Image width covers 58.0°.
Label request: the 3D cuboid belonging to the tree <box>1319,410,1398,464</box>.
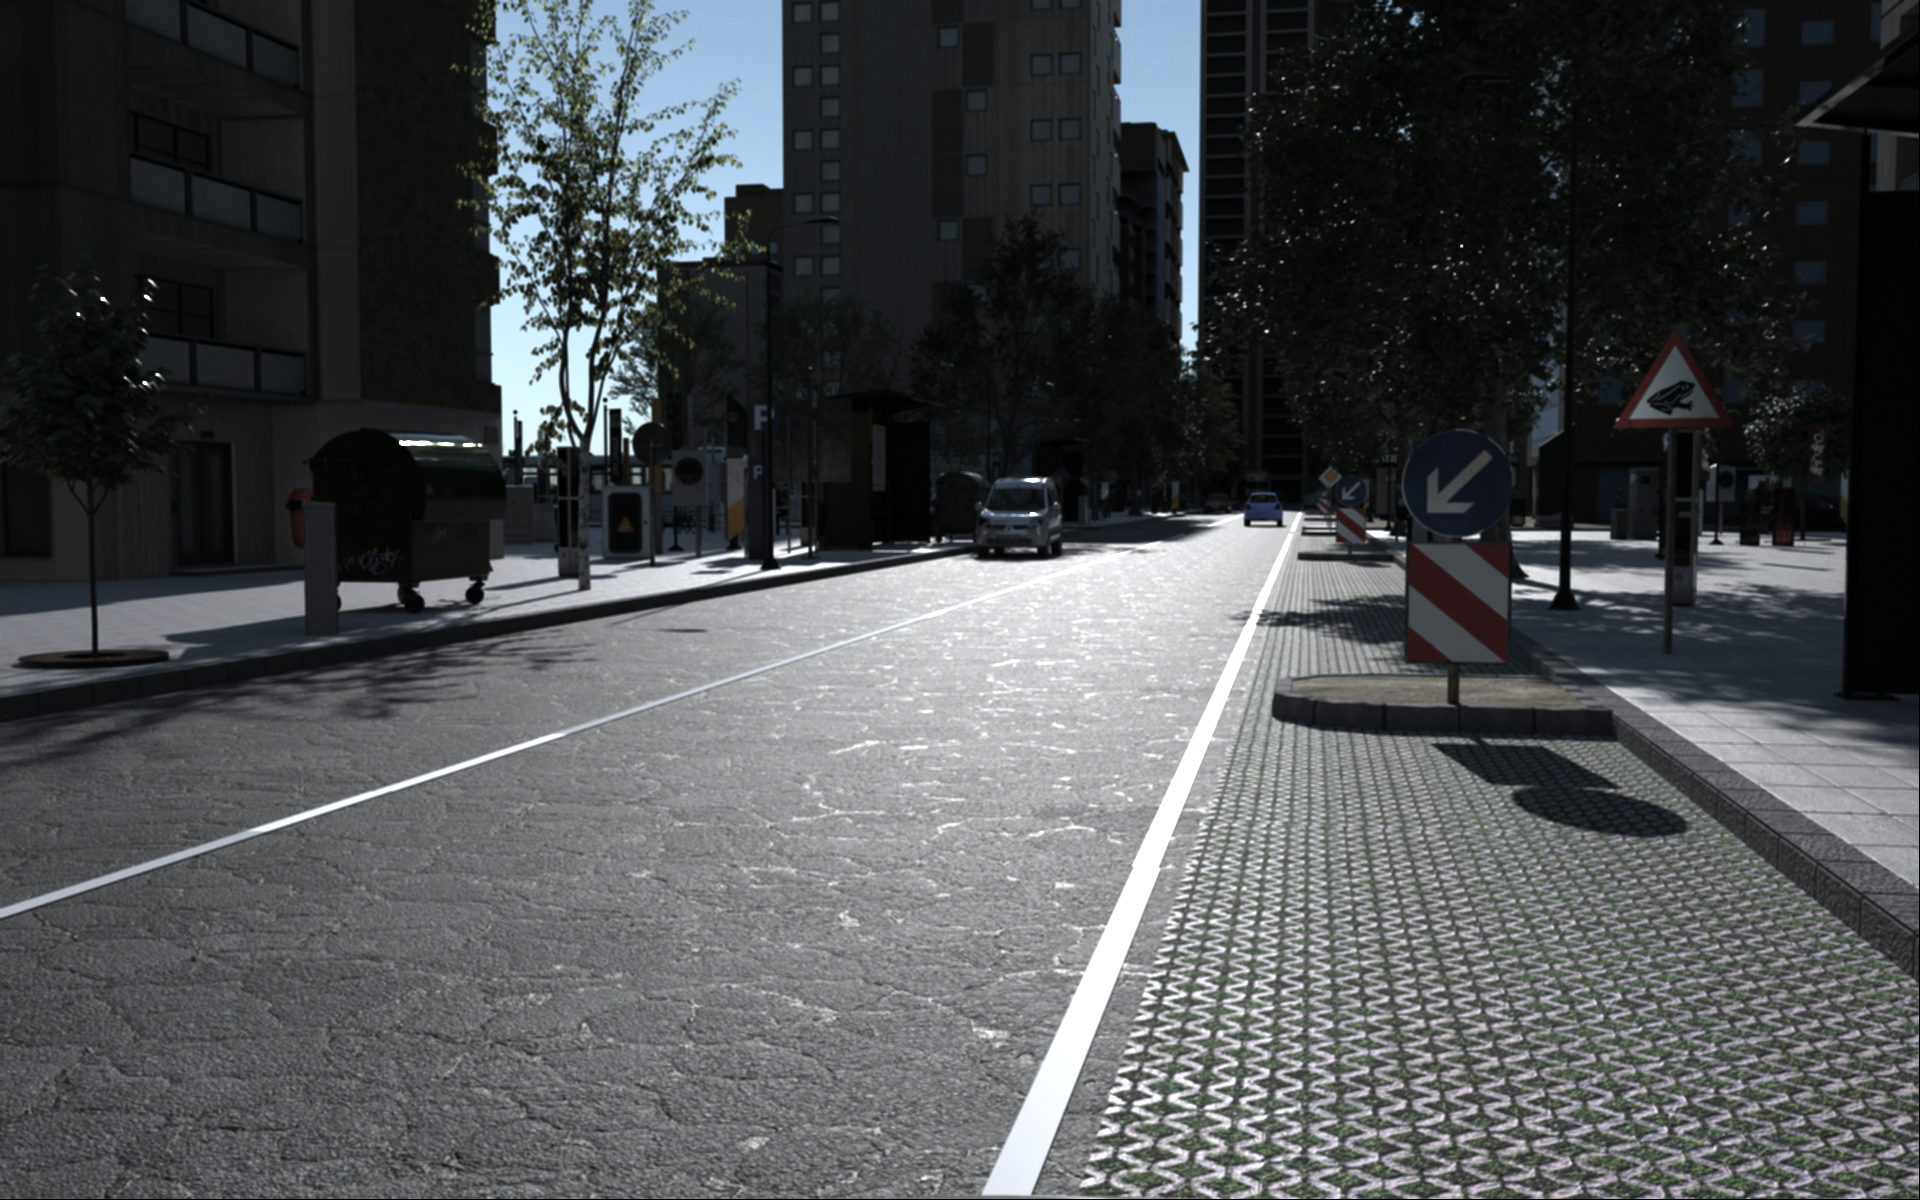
[{"bbox_3d":[26.036,-10.804,111.058,7.601,10.594,8.767,2,4,26],"label":"tree"}]

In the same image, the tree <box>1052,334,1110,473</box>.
[{"bbox_3d":[10.180,-11.287,101.557,9.611,12.733,9.660,0,3,0],"label":"tree"}]

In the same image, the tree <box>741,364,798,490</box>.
[{"bbox_3d":[-10.416,-9.034,98.074,4.737,8.622,4.395,0,3,0],"label":"tree"}]

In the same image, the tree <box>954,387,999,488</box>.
[{"bbox_3d":[-0.512,-9.626,107.742,4.360,8.622,3.978,0,3,0],"label":"tree"}]

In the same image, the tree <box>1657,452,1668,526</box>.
[{"bbox_3d":[28.477,-4.578,69.446,1.663,3.219,1.824,0,3,0],"label":"tree"}]

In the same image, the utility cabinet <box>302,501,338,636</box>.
[{"bbox_3d":[-5.969,-0.307,16.187,0.306,1.237,1.020,-1,4,-21],"label":"utility cabinet"}]

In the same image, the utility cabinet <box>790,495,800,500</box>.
[{"bbox_3d":[-11.228,-6.475,117.028,1.020,1.237,0.306,1,4,22],"label":"utility cabinet"}]

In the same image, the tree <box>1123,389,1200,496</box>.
[{"bbox_3d":[14.231,-10.298,118.736,4.360,8.622,3.978,0,3,0],"label":"tree"}]

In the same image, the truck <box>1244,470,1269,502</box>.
[{"bbox_3d":[35.183,-13.221,205.070,2.839,4.237,11.283,1,4,11],"label":"truck"}]

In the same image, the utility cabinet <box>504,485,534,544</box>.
[{"bbox_3d":[-11.493,-2.174,44.229,1.173,1.500,0.318,-1,4,-9],"label":"utility cabinet"}]

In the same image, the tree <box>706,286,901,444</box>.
[{"bbox_3d":[-6.976,-9.779,85.648,9.928,11.665,9.643,0,3,0],"label":"tree"}]

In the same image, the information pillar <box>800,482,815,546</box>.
[{"bbox_3d":[-3.777,-2.353,42.957,0.304,2.012,0.304,1,4,12],"label":"information pillar"}]

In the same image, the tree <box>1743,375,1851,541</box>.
[{"bbox_3d":[23.452,-3.926,47.906,4.285,4.588,4.351,0,3,0],"label":"tree"}]

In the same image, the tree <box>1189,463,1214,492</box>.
[{"bbox_3d":[21.756,-10.770,159.797,4.285,4.588,4.351,0,3,0],"label":"tree"}]

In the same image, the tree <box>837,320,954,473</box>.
[{"bbox_3d":[-3.292,-7.578,74.257,4.360,8.622,3.978,0,3,0],"label":"tree"}]

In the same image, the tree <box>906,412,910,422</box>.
[{"bbox_3d":[-3.137,-11.310,135.281,4.737,8.622,4.395,0,3,0],"label":"tree"}]

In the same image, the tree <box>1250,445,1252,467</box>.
[{"bbox_3d":[27.435,-16.468,187.380,7.486,12.596,7.792,0,3,0],"label":"tree"}]

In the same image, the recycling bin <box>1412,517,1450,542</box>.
[{"bbox_3d":[11.457,-1.800,41.983,0.722,1.027,0.722,3,5,43],"label":"recycling bin"}]

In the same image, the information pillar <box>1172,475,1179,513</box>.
[{"bbox_3d":[14.268,-7.547,114.741,0.504,3.616,0.183,1,4,23],"label":"information pillar"}]

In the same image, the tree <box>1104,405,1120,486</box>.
[{"bbox_3d":[11.972,-11.539,139.031,4.360,8.622,3.978,0,3,0],"label":"tree"}]

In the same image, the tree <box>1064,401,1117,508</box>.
[{"bbox_3d":[9.938,-10.998,130.184,4.737,8.622,4.395,0,3,0],"label":"tree"}]

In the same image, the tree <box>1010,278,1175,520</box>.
[{"bbox_3d":[6.468,-9.731,84.862,9.928,11.665,9.643,0,3,0],"label":"tree"}]

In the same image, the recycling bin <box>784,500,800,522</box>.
[{"bbox_3d":[-7.657,-4.084,79.322,0.722,1.027,0.722,0,4,1],"label":"recycling bin"}]

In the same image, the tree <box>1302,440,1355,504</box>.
[{"bbox_3d":[46.500,-18.263,216.721,7.486,12.596,7.792,0,3,0],"label":"tree"}]

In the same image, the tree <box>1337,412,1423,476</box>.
[{"bbox_3d":[19.012,-7.535,73.553,4.360,8.622,3.978,0,3,0],"label":"tree"}]

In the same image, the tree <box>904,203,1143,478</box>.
[{"bbox_3d":[1.542,-7.425,55.804,7.601,10.594,8.767,3,5,40],"label":"tree"}]

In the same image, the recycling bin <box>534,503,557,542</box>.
[{"bbox_3d":[-11.136,-2.083,46.612,0.722,1.027,0.722,0,4,4],"label":"recycling bin"}]

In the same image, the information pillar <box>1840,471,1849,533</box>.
[{"bbox_3d":[29.133,-4.007,56.877,0.183,3.616,0.504,0,4,-7],"label":"information pillar"}]

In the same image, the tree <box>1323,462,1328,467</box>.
[{"bbox_3d":[24.321,-9.366,103.494,4.737,8.622,4.395,0,3,0],"label":"tree"}]

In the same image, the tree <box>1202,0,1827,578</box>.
[{"bbox_3d":[8.179,-6.699,26.530,9.611,12.733,9.660,0,3,0],"label":"tree"}]

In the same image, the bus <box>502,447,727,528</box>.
[{"bbox_3d":[-15.452,-4.607,70.188,13.247,3.499,2.948,1,4,12],"label":"bus"}]

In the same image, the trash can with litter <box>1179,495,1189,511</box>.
[{"bbox_3d":[17.486,-7.552,134.861,0.624,1.170,1.055,-1,4,-22],"label":"trash can with litter"}]

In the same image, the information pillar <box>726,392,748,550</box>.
[{"bbox_3d":[-5.148,-2.973,39.956,0.504,3.616,0.183,0,4,-2],"label":"information pillar"}]

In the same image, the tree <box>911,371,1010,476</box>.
[{"bbox_3d":[0.507,-9.276,102.021,4.737,8.622,4.395,0,3,0],"label":"tree"}]

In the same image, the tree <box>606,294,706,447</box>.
[{"bbox_3d":[-14.633,-9.991,89.109,9.928,11.665,9.643,0,3,0],"label":"tree"}]

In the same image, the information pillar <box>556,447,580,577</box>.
[{"bbox_3d":[-6.054,-1.374,26.954,0.304,2.012,0.304,3,5,40],"label":"information pillar"}]

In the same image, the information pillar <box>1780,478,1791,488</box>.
[{"bbox_3d":[33.188,-3.986,69.668,0.304,2.012,0.304,-1,4,-18],"label":"information pillar"}]

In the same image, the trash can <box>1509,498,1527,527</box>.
[{"bbox_3d":[21.927,-3.456,68.151,0.748,1.137,0.748,0,3,0],"label":"trash can"}]

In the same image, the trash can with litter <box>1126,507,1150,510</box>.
[{"bbox_3d":[14.879,-8.080,143.169,2.233,1.210,1.678,2,4,24],"label":"trash can with litter"}]

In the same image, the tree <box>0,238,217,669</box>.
[{"bbox_3d":[-6.519,-1.140,13.239,1.663,3.219,1.824,0,3,0],"label":"tree"}]

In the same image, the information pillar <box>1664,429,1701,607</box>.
[{"bbox_3d":[8.255,-0.936,19.792,0.304,2.012,0.304,2,4,31],"label":"information pillar"}]

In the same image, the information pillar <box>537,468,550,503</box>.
[{"bbox_3d":[-11.958,-2.769,49.763,0.304,2.012,0.304,0,4,1],"label":"information pillar"}]

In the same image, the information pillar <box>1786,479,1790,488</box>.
[{"bbox_3d":[30.452,-4.422,63.662,0.183,3.616,0.504,1,4,21],"label":"information pillar"}]

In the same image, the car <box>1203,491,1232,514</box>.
[{"bbox_3d":[19.167,-7.325,128.804,2.155,1.783,4.494,1,4,13],"label":"car"}]

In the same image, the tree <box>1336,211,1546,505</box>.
[{"bbox_3d":[12.268,-5.648,42.709,4.737,8.622,4.395,0,3,0],"label":"tree"}]

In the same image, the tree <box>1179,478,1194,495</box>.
[{"bbox_3d":[17.639,-8.806,138.587,1.663,3.219,1.824,0,3,0],"label":"tree"}]

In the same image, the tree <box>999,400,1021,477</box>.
[{"bbox_3d":[3.832,-11.059,131.178,4.360,8.622,3.978,0,3,0],"label":"tree"}]

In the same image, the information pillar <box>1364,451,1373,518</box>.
[{"bbox_3d":[22.232,-6.305,94.446,0.504,3.616,0.183,0,4,7],"label":"information pillar"}]

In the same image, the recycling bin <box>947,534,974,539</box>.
[{"bbox_3d":[0.083,-2.384,51.529,0.722,1.027,0.722,-3,4,-37],"label":"recycling bin"}]

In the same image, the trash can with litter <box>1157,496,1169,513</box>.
[{"bbox_3d":[13.675,-6.518,117.954,1.055,1.170,0.624,2,4,26],"label":"trash can with litter"}]

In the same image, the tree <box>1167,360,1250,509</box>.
[{"bbox_3d":[20.088,-13.966,146.478,7.486,12.596,7.792,0,3,0],"label":"tree"}]

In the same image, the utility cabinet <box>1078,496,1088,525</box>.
[{"bbox_3d":[5.092,-3.711,71.833,0.306,1.237,1.020,1,4,10],"label":"utility cabinet"}]

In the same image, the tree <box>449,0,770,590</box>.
[{"bbox_3d":[-4.906,-4.453,23.164,4.360,8.622,3.978,0,3,0],"label":"tree"}]

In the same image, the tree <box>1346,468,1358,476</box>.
[{"bbox_3d":[29.006,-8.158,127.981,1.663,3.219,1.824,0,3,0],"label":"tree"}]

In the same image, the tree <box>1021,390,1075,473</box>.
[{"bbox_3d":[6.882,-10.692,125.181,4.360,8.622,3.978,0,3,0],"label":"tree"}]
